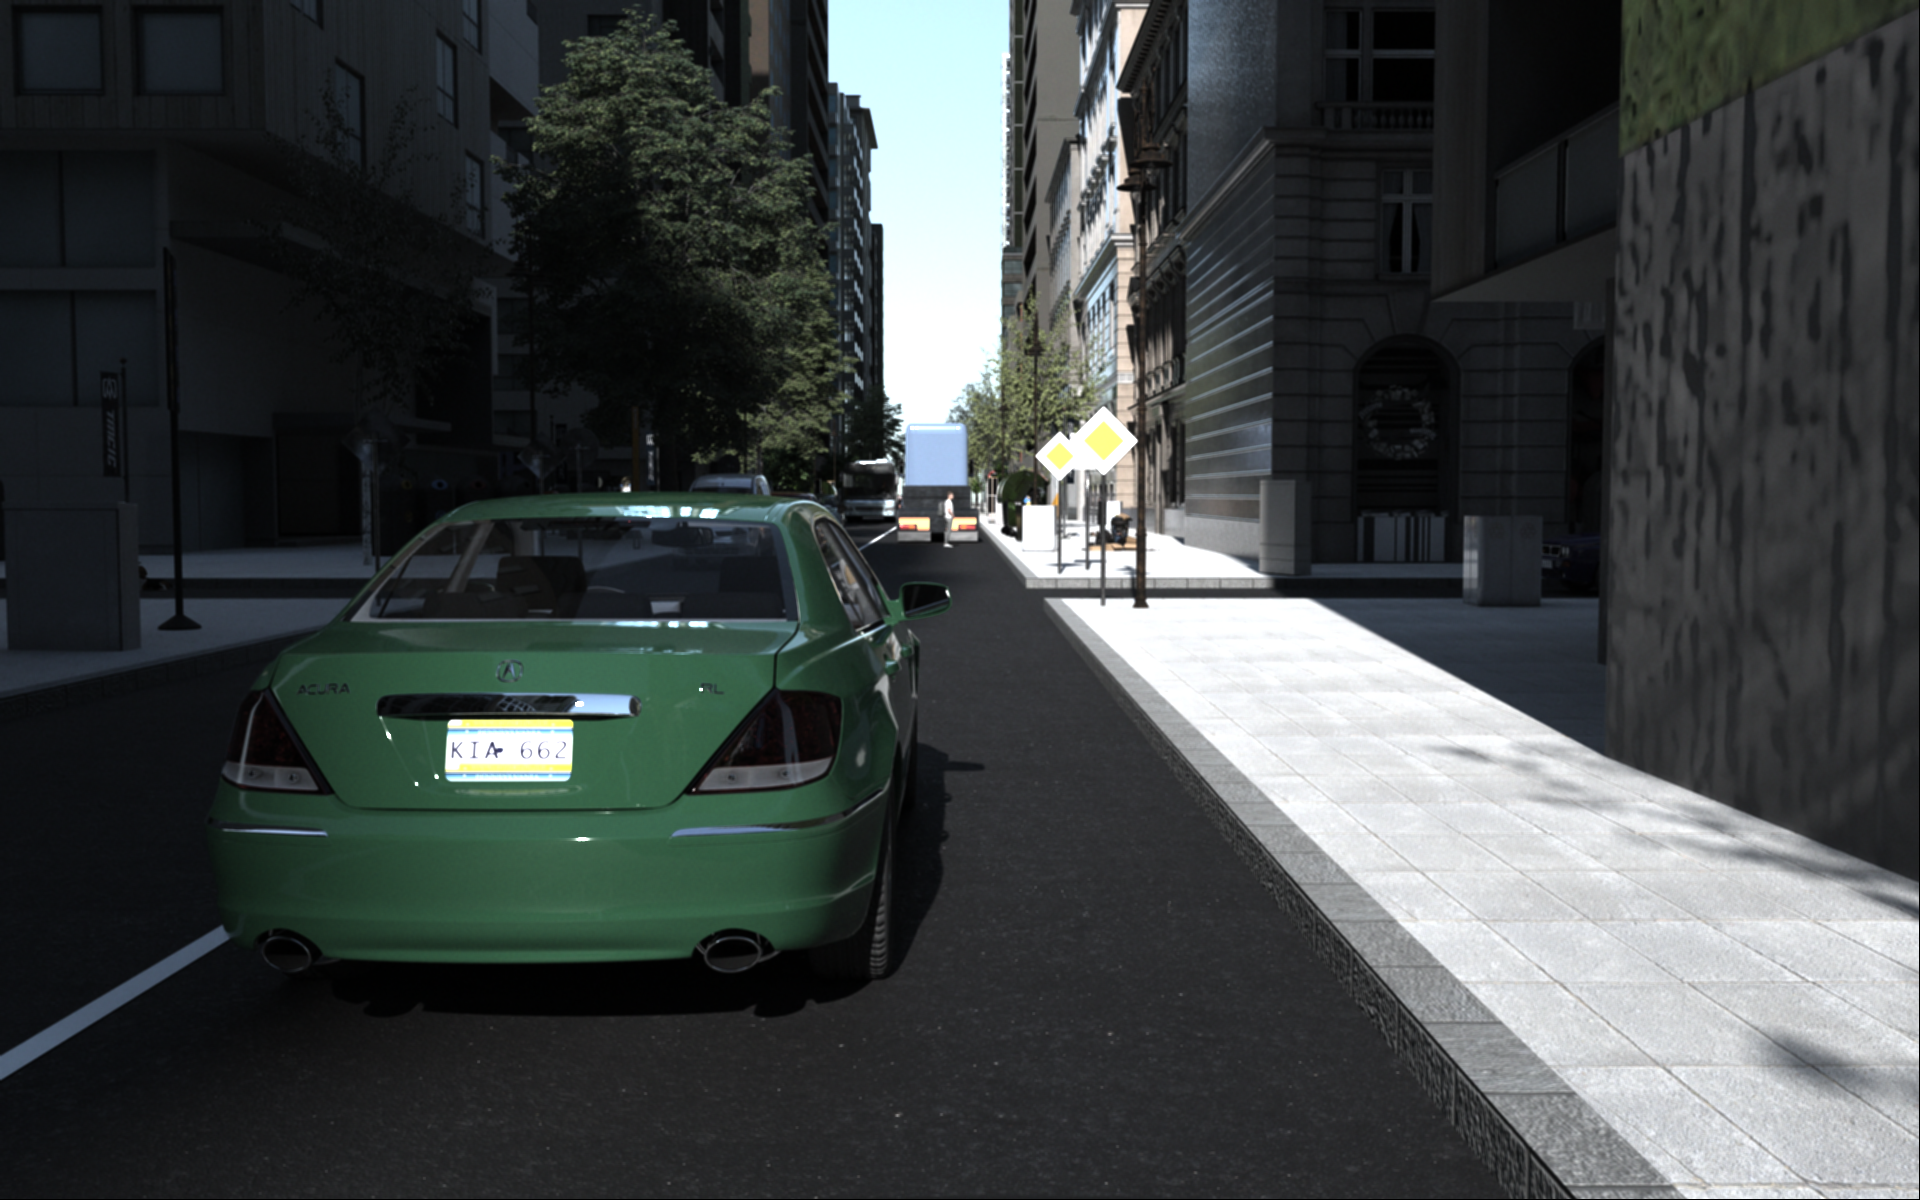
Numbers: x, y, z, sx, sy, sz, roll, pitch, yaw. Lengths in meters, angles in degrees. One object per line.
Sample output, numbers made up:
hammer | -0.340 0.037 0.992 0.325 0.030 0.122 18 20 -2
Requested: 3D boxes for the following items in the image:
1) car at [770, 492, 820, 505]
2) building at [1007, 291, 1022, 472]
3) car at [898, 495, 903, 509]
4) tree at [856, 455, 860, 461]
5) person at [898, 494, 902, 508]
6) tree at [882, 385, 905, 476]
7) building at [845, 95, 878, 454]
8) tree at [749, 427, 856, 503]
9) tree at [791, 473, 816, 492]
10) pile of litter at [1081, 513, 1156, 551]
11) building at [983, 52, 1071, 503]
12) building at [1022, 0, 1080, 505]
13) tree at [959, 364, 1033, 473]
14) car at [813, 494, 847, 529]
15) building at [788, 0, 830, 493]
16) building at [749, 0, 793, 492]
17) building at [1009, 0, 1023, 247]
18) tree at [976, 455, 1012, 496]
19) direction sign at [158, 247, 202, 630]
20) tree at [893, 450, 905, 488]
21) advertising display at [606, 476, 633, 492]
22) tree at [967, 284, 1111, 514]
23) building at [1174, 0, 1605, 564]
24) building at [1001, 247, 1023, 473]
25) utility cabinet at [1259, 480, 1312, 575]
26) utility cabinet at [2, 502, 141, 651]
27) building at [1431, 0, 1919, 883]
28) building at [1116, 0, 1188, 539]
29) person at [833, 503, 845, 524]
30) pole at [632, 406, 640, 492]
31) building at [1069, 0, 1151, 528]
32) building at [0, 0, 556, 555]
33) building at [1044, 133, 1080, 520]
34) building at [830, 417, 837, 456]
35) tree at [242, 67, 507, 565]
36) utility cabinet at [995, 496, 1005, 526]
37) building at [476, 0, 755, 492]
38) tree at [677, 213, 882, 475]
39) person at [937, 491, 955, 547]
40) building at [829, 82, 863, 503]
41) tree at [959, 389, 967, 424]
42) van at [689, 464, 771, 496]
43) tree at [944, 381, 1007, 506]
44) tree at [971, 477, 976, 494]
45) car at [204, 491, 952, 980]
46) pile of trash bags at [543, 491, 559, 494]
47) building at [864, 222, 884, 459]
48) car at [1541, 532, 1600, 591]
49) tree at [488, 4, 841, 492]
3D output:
car | -3.983 -1.833 39.018 2.155 1.783 4.494 0 4 1
building | 18.679 -19.373 161.788 27.650 21.520 28.899 0 4 0
car | -5.205 -9.663 169.996 2.014 1.417 4.499 0 4 0
tree | -8.031 -8.159 117.107 4.285 4.588 4.351 0 3 0
person | -5.508 -8.863 156.597 0.628 1.438 0.799 -1 4 -22
tree | -8.776 -15.916 178.355 7.486 12.596 7.792 0 3 0
building | -25.789 -39.380 233.103 28.713 52.752 27.495 0 4 0
tree | -7.875 -5.775 78.129 4.285 4.588 4.351 0 3 0
tree | -7.853 -5.596 86.098 1.663 3.219 1.824 0 3 0
pile of litter | 3.668 -1.557 39.428 1.719 0.858 1.176 1 4 23
building | 14.764 -57.046 245.376 22.319 86.520 31.000 0 4 0
building | 15.247 -30.059 115.171 21.300 48.544 21.600 0 4 0
tree | 2.065 -9.062 98.524 4.360 8.622 3.978 0 3 0
car | -5.016 -2.996 60.784 2.131 1.459 4.920 0 4 -1
building | -21.082 -30.856 128.204 21.300 48.544 21.600 0 4 0
building | -18.278 -28.134 110.106 14.600 45.320 14.200 0 4 0
building | 14.525 -47.819 220.085 20.563 71.187 20.611 0 4 0
tree | 1.950 -5.488 84.333 1.663 3.219 1.824 0 3 0
direction sign | -7.425 -1.491 16.377 0.379 3.537 0.876 -1 4 -19
tree | -8.251 -18.791 257.598 4.737 8.622 4.395 0 3 0
advertising display | -11.987 -3.411 60.981 0.974 1.923 0.123 1 4 15
tree | 3.172 -6.807 61.654 4.737 8.622 4.395 0 3 0
building | 17.179 -11.931 36.865 24.055 21.916 13.314 0 4 0
building | 11.832 -26.397 203.285 14.160 30.474 14.107 0 4 0
utility cabinet | 5.173 -1.151 27.506 0.318 1.500 1.173 -1 4 -18
utility cabinet | -7.328 -0.193 14.311 1.020 1.237 0.306 0 4 7
building | 10.159 -19.898 8.934 14.154 41.232 14.086 0 4 0
building | 11.078 -11.626 54.716 10.561 19.102 19.286 0 4 0
person | -2.611 -1.457 37.002 0.352 1.250 0.332 0 4 7
pole | -7.544 -2.843 40.330 0.158 3.312 0.155 0 3 0
building | 11.984 -17.626 74.092 13.634 28.700 20.117 0 4 0
building | -27.529 -27.991 46.891 28.713 52.752 27.495 0 4 0
building | 9.913 -14.943 93.474 9.793 20.994 18.267 0 4 0
building | -21.885 -51.420 153.384 22.319 86.520 31.000 0 4 0
tree | -10.422 -4.929 30.958 4.360 8.622 3.978 0 3 0
utility cabinet | 1.940 -3.607 70.142 1.020 1.237 0.306 1 4 18
building | -17.912 -19.124 84.381 14.160 30.474 14.107 0 4 0
tree | -7.727 -9.271 69.711 7.486 12.596 7.792 0 3 0
person | -0.322 -2.189 46.892 0.503 1.515 0.523 3 5 42
building | -23.034 -35.754 204.183 23.786 49.044 30.456 0 4 0
tree | 2.391 -7.870 79.035 4.737 8.622 4.395 0 3 0
van | -4.625 -1.664 34.211 2.013 2.044 4.112 0 4 0
tree | 1.721 -16.940 187.344 12.009 13.543 11.850 0 3 0
tree | 1.307 -9.194 144.928 1.663 3.219 1.824 0 3 0
car | -1.098 0.322 6.540 2.131 1.459 4.920 0 3 0
pile of trash bags | -10.765 -2.452 49.844 3.447 1.369 1.912 2 4 32
building | -18.462 -34.918 254.504 14.154 41.232 14.086 0 4 0
car | 10.378 -0.758 24.975 3.894 1.354 1.945 0 3 0
tree | -7.754 -8.519 45.935 9.857 13.997 8.962 0 3 0
